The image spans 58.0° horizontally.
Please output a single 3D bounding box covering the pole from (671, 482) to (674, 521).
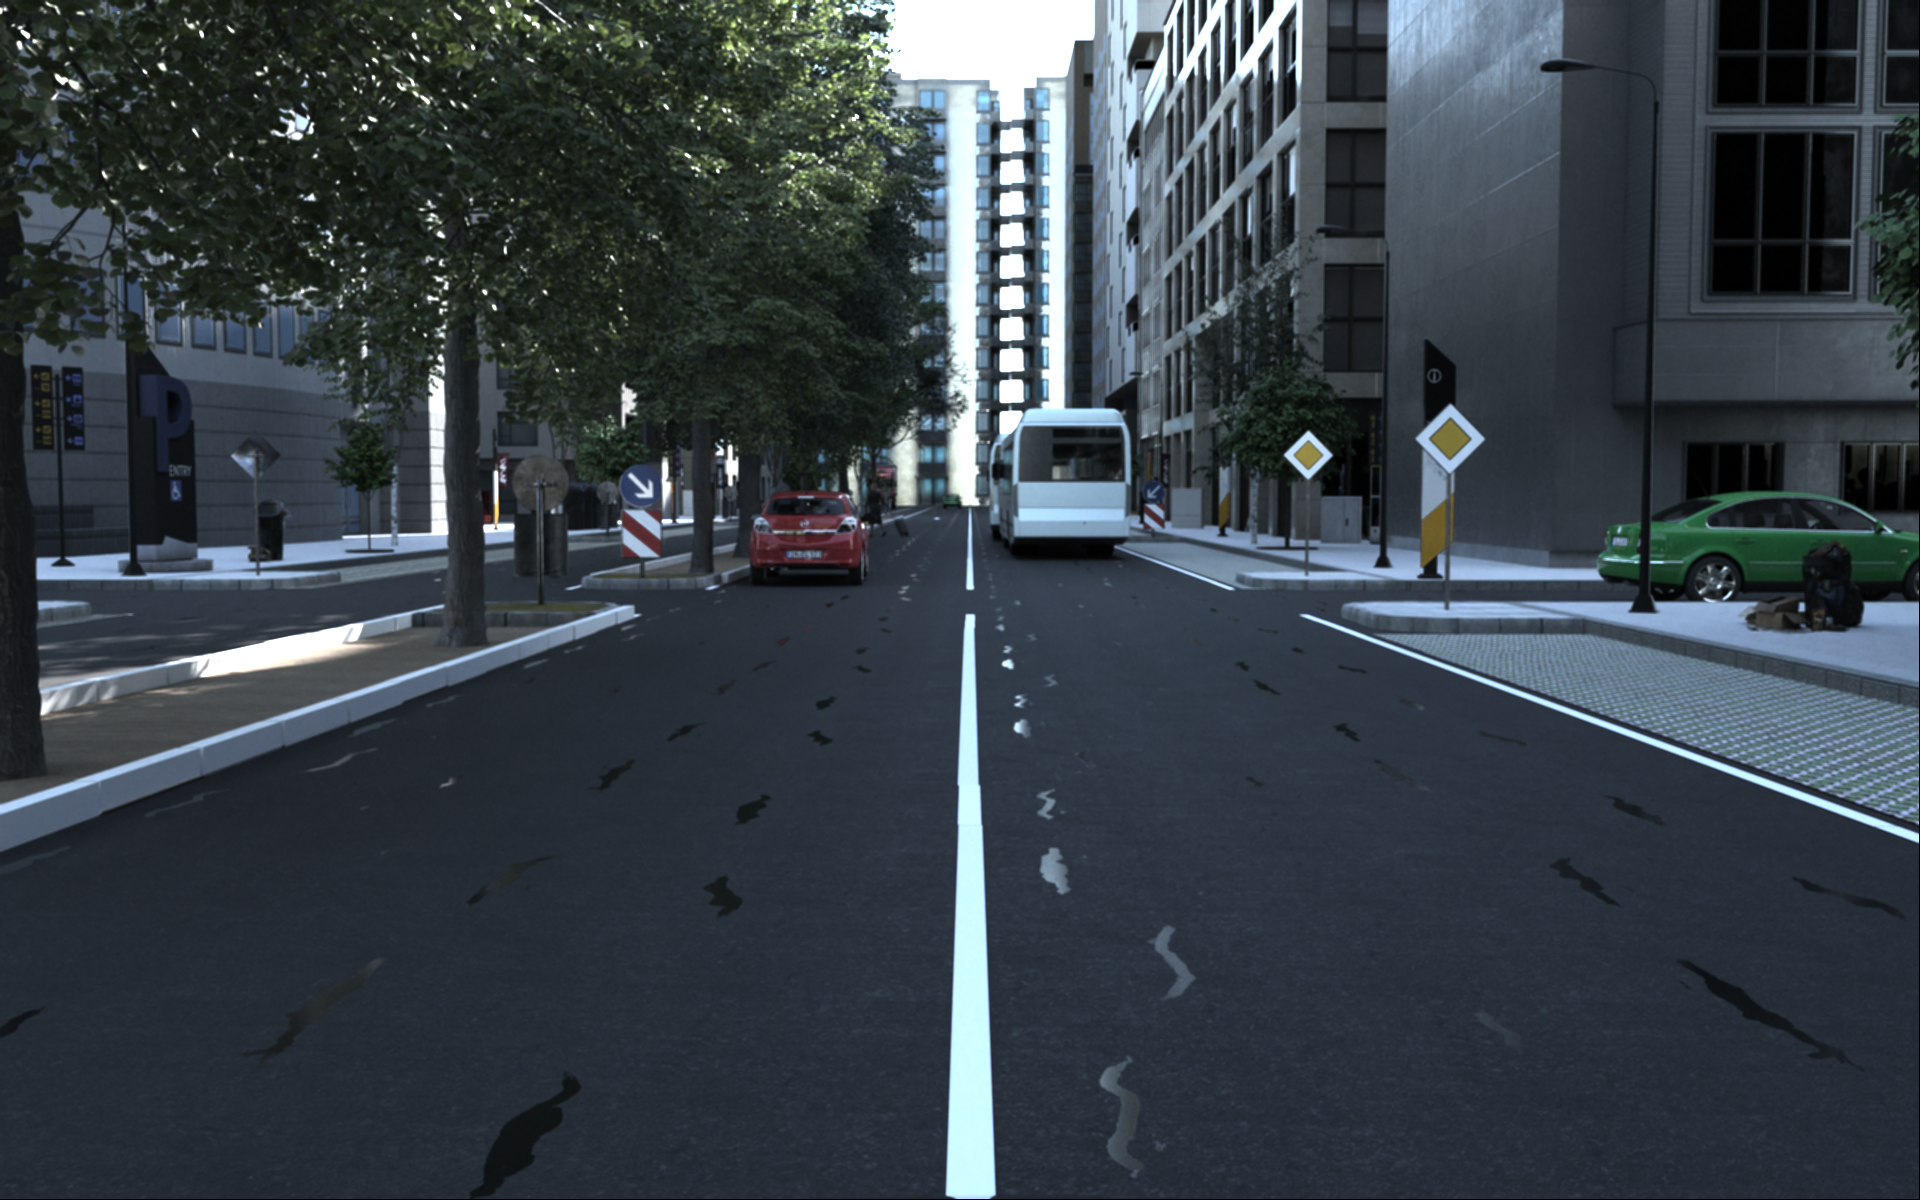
[{"bbox_3d":[-13.807,-5.475,83.357,0.158,3.312,0.155,0,3,0],"label":"pole"}]

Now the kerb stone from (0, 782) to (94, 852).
[{"bbox_3d":[-3.900,0.916,7.222,0.120,0.150,1.000,0,4,0],"label":"kerb stone"}]

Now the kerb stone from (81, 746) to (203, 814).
[{"bbox_3d":[-3.901,0.853,8.248,0.120,0.150,1.000,0,4,0],"label":"kerb stone"}]

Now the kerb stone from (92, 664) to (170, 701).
[{"bbox_3d":[-5.972,0.599,12.410,0.120,0.150,1.000,0,4,0],"label":"kerb stone"}]

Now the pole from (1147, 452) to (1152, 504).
[{"bbox_3d":[9.096,-5.468,83.251,0.158,3.312,0.155,0,3,0],"label":"pole"}]

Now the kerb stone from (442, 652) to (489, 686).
[{"bbox_3d":[-3.863,0.539,13.389,0.120,0.150,1.000,0,4,0],"label":"kerb stone"}]

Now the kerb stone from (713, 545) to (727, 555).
[{"bbox_3d":[-5.799,-1.188,41.625,0.120,0.150,1.000,0,4,0],"label":"kerb stone"}]

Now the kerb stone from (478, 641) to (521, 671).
[{"bbox_3d":[-3.862,0.476,14.411,0.120,0.150,1.000,0,4,0],"label":"kerb stone"}]

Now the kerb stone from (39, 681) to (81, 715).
[{"bbox_3d":[-5.982,0.663,11.372,0.120,0.150,1.000,0,4,0],"label":"kerb stone"}]

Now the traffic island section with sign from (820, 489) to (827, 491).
[{"bbox_3d":[-10.157,-7.368,129.102,1.989,1.847,2.006,0,4,0],"label":"traffic island section with sign"}]

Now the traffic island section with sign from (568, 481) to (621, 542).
[{"bbox_3d":[-10.613,-2.646,51.890,1.989,1.847,2.006,0,4,0],"label":"traffic island section with sign"}]

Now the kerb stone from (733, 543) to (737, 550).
[{"bbox_3d":[-5.798,-1.308,43.670,0.120,0.150,1.000,0,4,0],"label":"kerb stone"}]

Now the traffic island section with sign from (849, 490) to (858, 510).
[{"bbox_3d":[-9.999,-9.086,157.190,1.989,1.847,2.006,0,4,0],"label":"traffic island section with sign"}]

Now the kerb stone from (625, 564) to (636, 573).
[{"bbox_3d":[-5.876,-0.496,30.350,0.120,0.150,1.000,0,4,0],"label":"kerb stone"}]

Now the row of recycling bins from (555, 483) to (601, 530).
[{"bbox_3d":[-13.830,-3.396,62.643,1.069,1.692,3.534,0,4,5],"label":"row of recycling bins"}]

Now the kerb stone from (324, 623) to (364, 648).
[{"bbox_3d":[-5.944,0.355,16.501,0.120,0.150,1.000,0,4,0],"label":"kerb stone"}]

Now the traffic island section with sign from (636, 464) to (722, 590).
[{"bbox_3d":[-4.823,-1.148,26.909,2.006,1.907,1.989,0,4,0],"label":"traffic island section with sign"}]

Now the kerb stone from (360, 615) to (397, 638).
[{"bbox_3d":[-5.944,0.289,17.523,0.120,0.150,1.000,0,4,0],"label":"kerb stone"}]

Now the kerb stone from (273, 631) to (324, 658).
[{"bbox_3d":[-5.954,0.411,15.479,0.120,0.150,1.000,0,4,0],"label":"kerb stone"}]

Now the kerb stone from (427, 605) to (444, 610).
[{"bbox_3d":[-5.936,0.161,19.578,0.120,0.150,1.000,0,4,0],"label":"kerb stone"}]

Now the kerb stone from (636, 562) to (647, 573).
[{"bbox_3d":[-5.861,-0.561,31.372,0.120,0.150,1.000,0,4,0],"label":"kerb stone"}]

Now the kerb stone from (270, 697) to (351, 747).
[{"bbox_3d":[-3.881,0.727,10.313,0.120,0.150,1.000,0,4,0],"label":"kerb stone"}]

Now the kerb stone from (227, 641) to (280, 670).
[{"bbox_3d":[-5.957,0.482,14.454,0.120,0.150,1.000,0,4,0],"label":"kerb stone"}]

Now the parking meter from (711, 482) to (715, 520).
[{"bbox_3d":[-12.447,-4.935,86.405,0.399,1.863,0.255,3,5,43],"label":"parking meter"}]

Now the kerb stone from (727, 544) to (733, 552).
[{"bbox_3d":[-5.792,-1.248,42.648,0.120,0.150,1.000,0,4,0],"label":"kerb stone"}]

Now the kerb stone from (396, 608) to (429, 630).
[{"bbox_3d":[-5.933,0.223,18.544,0.120,0.150,1.000,0,4,0],"label":"kerb stone"}]

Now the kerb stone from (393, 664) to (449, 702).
[{"bbox_3d":[-3.880,0.601,12.362,0.120,0.150,1.000,0,4,0],"label":"kerb stone"}]

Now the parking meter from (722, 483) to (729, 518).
[{"bbox_3d":[-12.397,-5.248,91.521,0.255,1.863,0.399,1,4,8],"label":"parking meter"}]

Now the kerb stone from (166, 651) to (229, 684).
[{"bbox_3d":[-5.967,0.540,13.432,0.120,0.150,1.000,0,4,0],"label":"kerb stone"}]

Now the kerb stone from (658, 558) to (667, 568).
[{"bbox_3d":[-5.855,-0.686,33.418,0.120,0.150,1.000,0,4,0],"label":"kerb stone"}]

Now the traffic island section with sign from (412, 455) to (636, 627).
[{"bbox_3d":[-4.876,-0.695,19.502,2.006,1.907,1.989,0,4,0],"label":"traffic island section with sign"}]

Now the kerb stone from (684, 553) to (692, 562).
[{"bbox_3d":[-5.833,-0.874,36.491,0.120,0.150,1.000,0,4,0],"label":"kerb stone"}]

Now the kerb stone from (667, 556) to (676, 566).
[{"bbox_3d":[-5.844,-0.748,34.440,0.120,0.150,1.000,0,4,0],"label":"kerb stone"}]

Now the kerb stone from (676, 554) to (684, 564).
[{"bbox_3d":[-5.837,-0.811,35.462,0.120,0.150,1.000,0,4,0],"label":"kerb stone"}]

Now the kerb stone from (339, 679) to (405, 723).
[{"bbox_3d":[-3.873,0.664,11.335,0.120,0.150,1.000,0,4,0],"label":"kerb stone"}]

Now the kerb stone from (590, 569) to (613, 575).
[{"bbox_3d":[-5.877,-0.374,28.303,0.120,0.150,1.000,0,4,0],"label":"kerb stone"}]

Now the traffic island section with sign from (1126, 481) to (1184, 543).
[{"bbox_3d":[5.604,-2.640,51.786,1.989,1.847,2.006,0,4,0],"label":"traffic island section with sign"}]

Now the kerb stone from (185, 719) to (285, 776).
[{"bbox_3d":[-3.891,0.790,9.280,0.120,0.150,1.000,0,4,0],"label":"kerb stone"}]

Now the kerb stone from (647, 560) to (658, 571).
[{"bbox_3d":[-5.852,-0.624,32.395,0.120,0.150,1.000,0,4,0],"label":"kerb stone"}]

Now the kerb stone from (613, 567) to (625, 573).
[{"bbox_3d":[-5.876,-0.431,29.328,0.120,0.150,1.000,0,4,0],"label":"kerb stone"}]

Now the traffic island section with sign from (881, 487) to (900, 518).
[{"bbox_3d":[-4.394,-5.744,102.046,2.006,1.907,1.989,0,4,0],"label":"traffic island section with sign"}]

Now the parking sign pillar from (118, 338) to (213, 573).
[{"bbox_3d":[-13.215,-2.461,28.717,1.447,3.967,1.447,0,4,5],"label":"parking sign pillar"}]

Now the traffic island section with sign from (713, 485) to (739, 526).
[{"bbox_3d":[-10.452,-4.299,78.923,1.989,1.847,2.006,0,4,0],"label":"traffic island section with sign"}]
